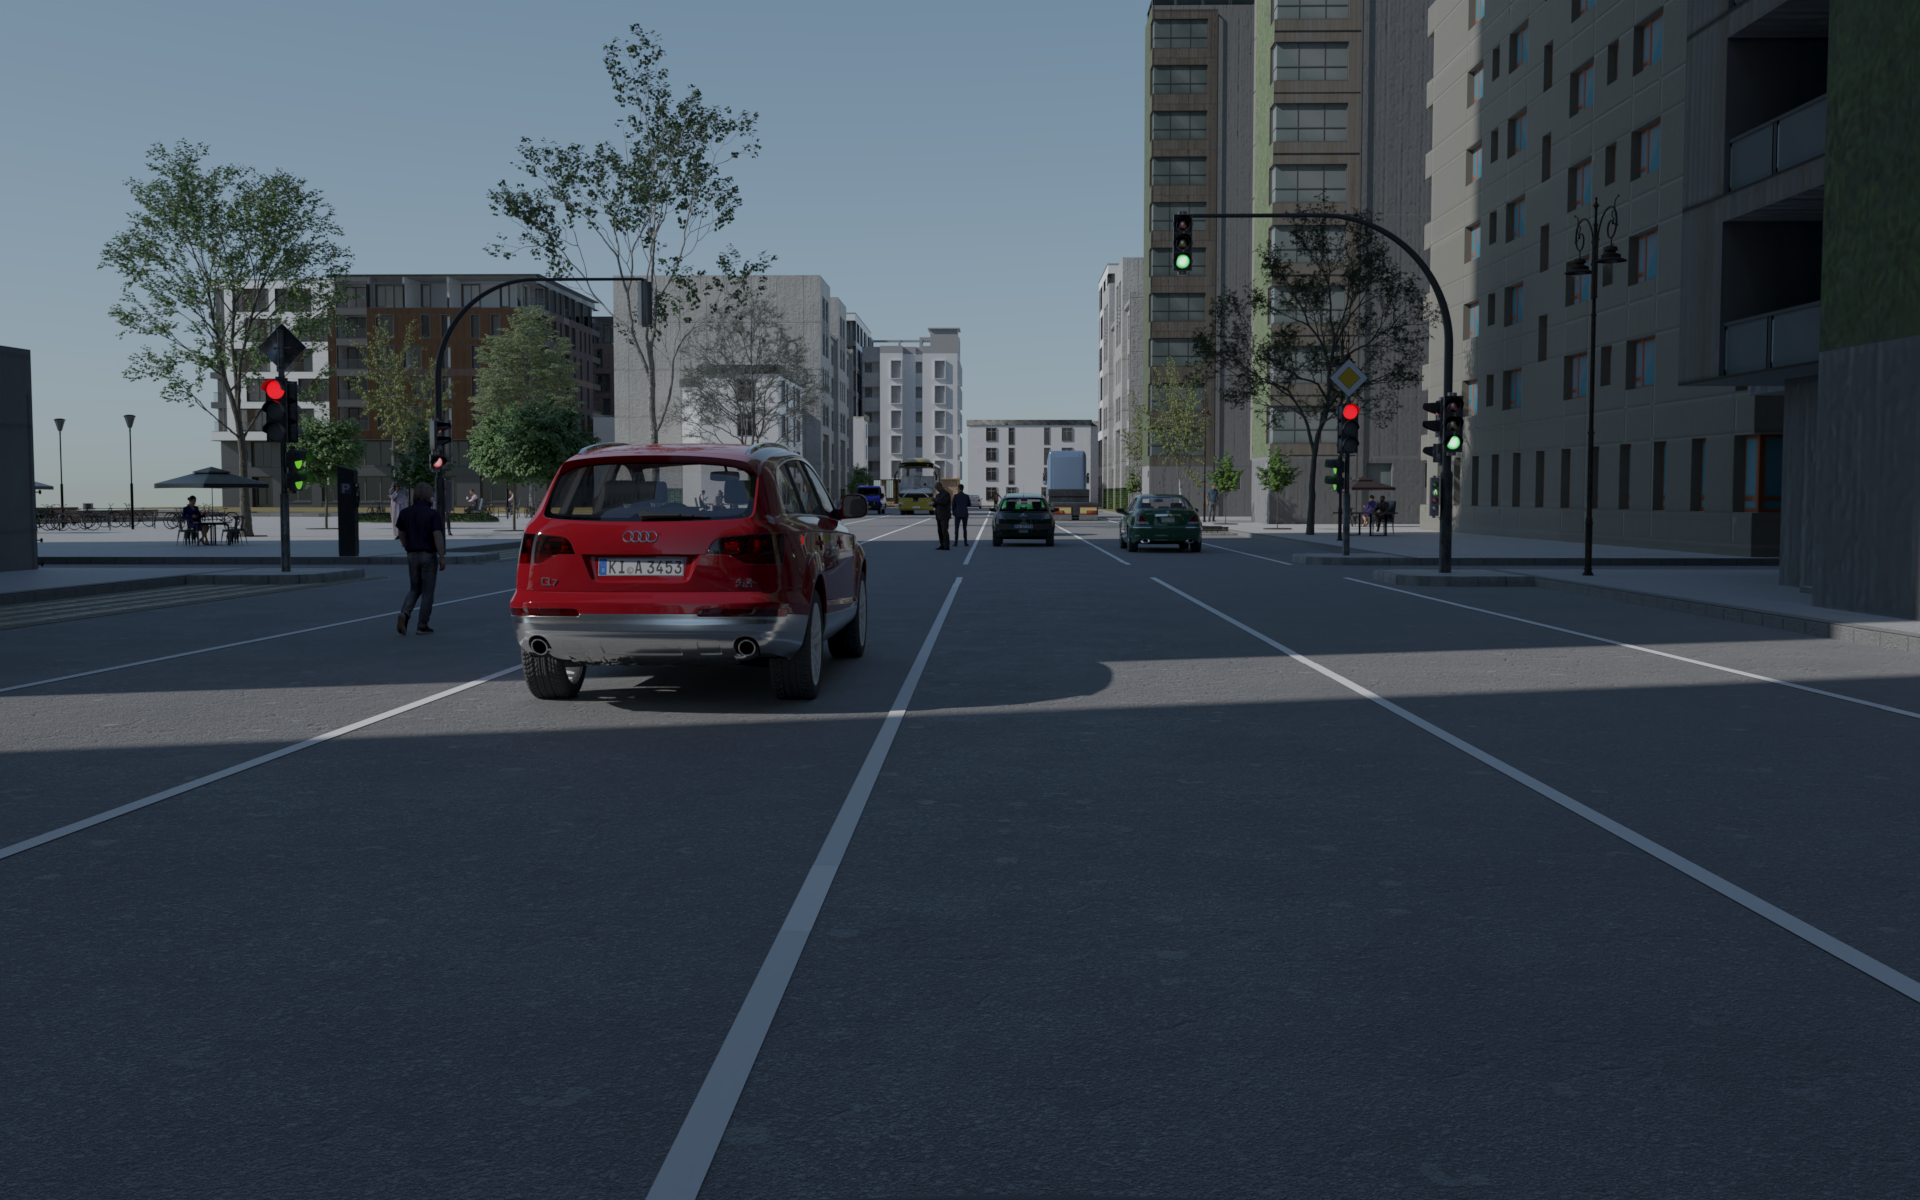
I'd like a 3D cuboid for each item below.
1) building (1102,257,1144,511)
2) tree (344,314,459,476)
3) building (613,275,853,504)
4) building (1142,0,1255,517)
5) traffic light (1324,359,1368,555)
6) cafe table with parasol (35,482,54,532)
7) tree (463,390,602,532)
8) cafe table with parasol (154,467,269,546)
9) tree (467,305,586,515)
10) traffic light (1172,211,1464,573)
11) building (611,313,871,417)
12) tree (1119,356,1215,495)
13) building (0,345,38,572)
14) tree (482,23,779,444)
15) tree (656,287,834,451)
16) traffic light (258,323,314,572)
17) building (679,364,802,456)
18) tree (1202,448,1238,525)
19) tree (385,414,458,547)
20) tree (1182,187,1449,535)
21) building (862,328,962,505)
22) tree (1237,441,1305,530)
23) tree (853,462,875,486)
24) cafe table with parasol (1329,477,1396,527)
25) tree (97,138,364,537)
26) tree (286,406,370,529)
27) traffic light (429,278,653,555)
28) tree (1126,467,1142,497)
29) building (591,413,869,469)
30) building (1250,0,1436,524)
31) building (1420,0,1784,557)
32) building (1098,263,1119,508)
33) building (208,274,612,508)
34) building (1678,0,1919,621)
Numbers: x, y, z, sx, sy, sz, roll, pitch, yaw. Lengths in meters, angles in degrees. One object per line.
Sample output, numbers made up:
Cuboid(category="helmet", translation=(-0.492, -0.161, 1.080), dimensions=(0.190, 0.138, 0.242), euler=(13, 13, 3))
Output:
Cuboid(category="building", translation=(20.679, -16.599, 137.847), dimensions=(16.747, 18.905, 31.486), euler=(0, 4, 1))
Cuboid(category="tree", translation=(-23.184, -7.427, 71.791), dimensions=(4.737, 8.622, 4.395), euler=(0, 3, 0))
Cuboid(category="building", translation=(-19.290, -17.702, 155.880), dimensions=(16.747, 18.905, 31.486), euler=(0, 4, 1))
Cuboid(category="building", translation=(17.877, -20.319, 103.923), dimensions=(14.160, 30.474, 14.107), euler=(0, 4, 1))
Cuboid(category="traffic light", translation=(8.057, -2.887, 36.123), dimensions=(0.839, 4.253, 0.868), euler=(0, 4, 1))
Cuboid(category="cafe table with parasol", translation=(-31.092, -3.166, 56.637), dimensions=(2.610, 1.966, 2.610), euler=(-2, 4, -28))
Cuboid(category="tree", translation=(-12.986, -4.334, 54.574), dimensions=(4.285, 4.588, 4.351), euler=(0, 3, 0))
Cuboid(category="cafe table with parasol", translation=(-18.697, -2.352, 43.320), dimensions=(2.610, 1.966, 2.610), euler=(0, 4, -5))
Cuboid(category="tree", translation=(-26.048, -11.369, 104.015), dimensions=(7.486, 12.596, 7.792), euler=(0, 3, 0))
Cuboid(category="traffic light", translation=(5.787, -3.265, 28.045), dimensions=(4.771, 5.953, 1.251), euler=(0, 4, 1))
Cuboid(category="building", translation=(-27.740, -22.348, 209.360), dimensions=(32.646, 21.610, 27.936), euler=(0, 4, 1))
Cuboid(category="tree", translation=(11.637, -8.640, 91.632), dimensions=(4.737, 8.622, 4.395), euler=(0, 3, 0))
Cuboid(category="building", translation=(-26.265, -35.423, 17.426), dimensions=(20.611, 71.187, 20.563), euler=(0, 4, 1))
Cuboid(category="tree", translation=(-13.865, -13.258, 72.661), dimensions=(12.611, 20.169, 13.585), euler=(0, 3, 0))
Cuboid(category="tree", translation=(-12.198, -11.636, 100.619), dimensions=(12.009, 13.543, 11.850), euler=(0, 3, 0))
Cuboid(category="traffic light", translation=(-11.136, -2.423, 28.543), dimensions=(0.839, 4.253, 0.868), euler=(0, 4, 1))
Cuboid(category="building", translation=(-15.892, -11.267, 126.358), dimensions=(9.099, 9.664, 28.070), euler=(0, 4, 1))
Cuboid(category="tree", translation=(11.264, -4.786, 72.851), dimensions=(1.663, 3.219, 1.824), euler=(0, 3, 0))
Cuboid(category="tree", translation=(-12.967, -2.907, 42.137), dimensions=(1.663, 3.219, 1.824), euler=(0, 3, 0))
Cuboid(category="tree", translation=(10.847, -7.295, 53.684), dimensions=(8.767, 10.594, 7.601), euler=(1, 4, 19))
Cuboid(category="building", translation=(-5.555, -21.223, 203.416), dimensions=(11.380, 20.091, 16.016), euler=(0, 4, 1))
Cuboid(category="tree", translation=(11.415, -4.175, 62.865), dimensions=(1.663, 3.219, 1.824), euler=(0, 3, 0))
Cuboid(category="tree", translation=(-10.372, -11.754, 175.883), dimensions=(4.285, 4.588, 4.351), euler=(0, 3, 0))
Cuboid(category="cafe table with parasol", translation=(15.767, -3.858, 67.944), dimensions=(2.610, 1.966, 2.610), euler=(3, 5, 41))
Cuboid(category="tree", translation=(-21.585, -7.704, 51.716), dimensions=(9.928, 11.665, 9.643), euler=(0, 3, 0))
Cuboid(category="tree", translation=(-23.226, -4.863, 63.229), dimensions=(4.285, 4.588, 4.351), euler=(0, 3, 0))
Cuboid(category="traffic light", translation=(-8.866, -3.783, 36.516), dimensions=(4.771, 5.953, 1.251), euler=(0, 4, 1))
Cuboid(category="tree", translation=(12.007, -7.721, 120.842), dimensions=(1.663, 3.219, 1.824), euler=(0, 3, 0))
Cuboid(category="building", translation=(-23.960, -14.761, 183.492), dimensions=(28.070, 9.664, 9.099), euler=(0, 4, 1))
Cuboid(category="building", translation=(20.294, -24.184, 78.995), dimensions=(14.154, 41.232, 14.086), euler=(0, 4, 1))
Cuboid(category="building", translation=(30.794, -12.411, 47.963), dimensions=(28.899, 21.520, 27.650), euler=(0, 4, 1))
Cuboid(category="building", translation=(27.358, -19.918, 169.629), dimensions=(27.936, 21.610, 32.646), euler=(0, 4, 1))
Cuboid(category="building", translation=(-54.899, -20.249, 175.046), dimensions=(32.646, 21.610, 27.936), euler=(0, 4, 1))
Cuboid(category="building", translation=(16.782, -20.579, 20.066), dimensions=(14.154, 41.232, 14.086), euler=(0, 4, 1))
